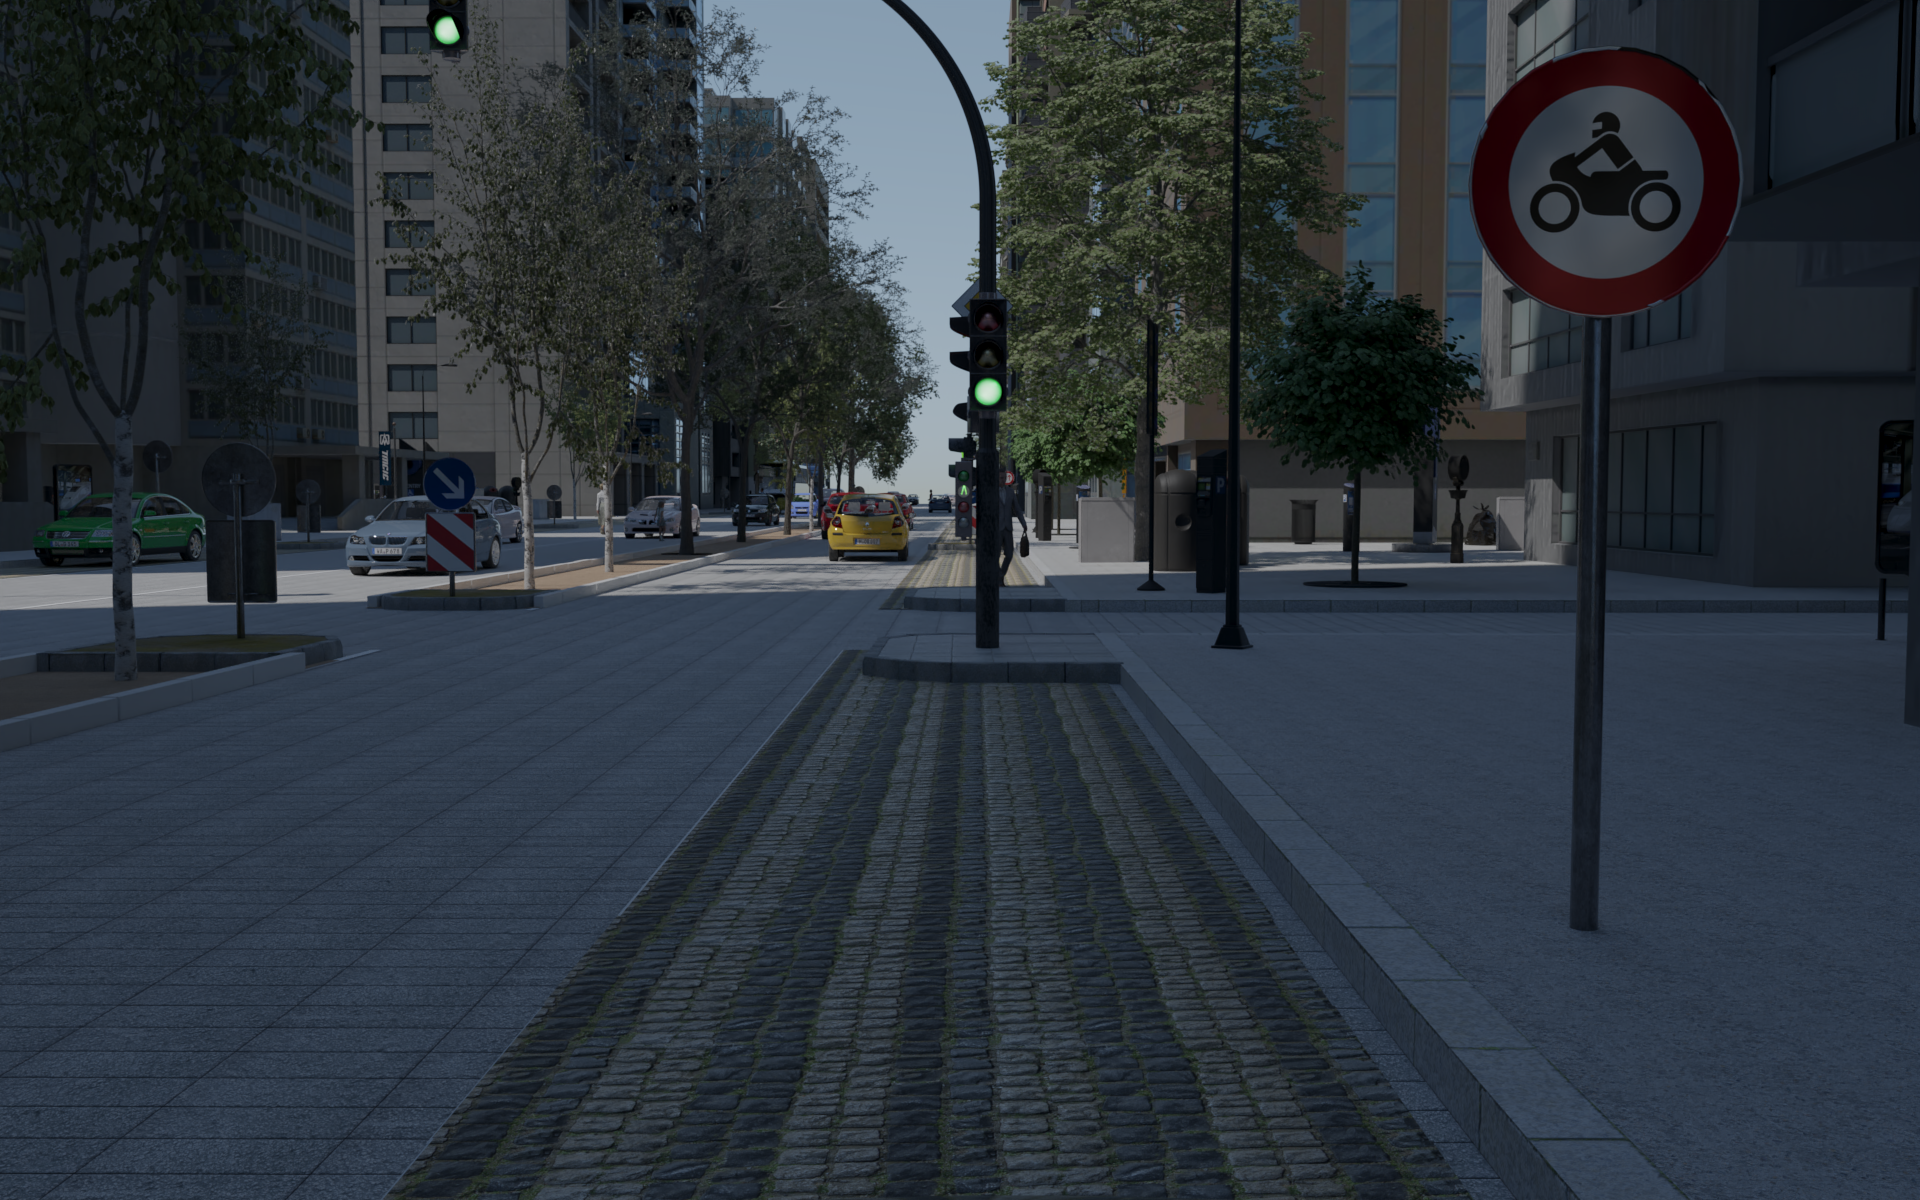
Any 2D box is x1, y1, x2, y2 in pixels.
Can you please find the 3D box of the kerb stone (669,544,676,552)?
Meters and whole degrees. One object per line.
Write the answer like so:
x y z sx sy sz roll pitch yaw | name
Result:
-7.209 -1.257 42.754 0.120 0.150 1.000 0 4 0 | kerb stone

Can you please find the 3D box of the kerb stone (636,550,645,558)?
-7.245 -1.003 38.658 0.120 0.150 1.000 0 4 0 | kerb stone

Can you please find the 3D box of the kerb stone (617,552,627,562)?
-7.261 -0.881 36.605 0.120 0.150 1.000 0 4 0 | kerb stone

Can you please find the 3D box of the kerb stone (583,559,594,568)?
-7.300 -0.694 33.539 0.120 0.150 1.000 0 4 0 | kerb stone

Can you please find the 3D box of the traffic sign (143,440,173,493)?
-18.967 -2.497 40.939 0.768 2.556 0.104 1 4 8 | traffic sign

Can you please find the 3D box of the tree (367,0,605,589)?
-6.441 -4.444 25.485 4.360 8.622 3.978 0 3 0 | tree

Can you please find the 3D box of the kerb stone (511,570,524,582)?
-7.330 -0.378 28.422 0.120 0.150 1.000 0 4 0 | kerb stone

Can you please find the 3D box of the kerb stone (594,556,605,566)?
-7.287 -0.745 34.562 0.120 0.150 1.000 0 4 0 | kerb stone

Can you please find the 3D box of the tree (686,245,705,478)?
-6.380 -4.786 31.078 4.360 8.622 3.978 0 3 0 | tree

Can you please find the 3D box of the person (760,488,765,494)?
-12.464 -6.146 108.972 0.705 1.826 1.348 2 4 30 | person

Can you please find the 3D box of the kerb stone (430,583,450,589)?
-7.370 -0.130 24.334 0.120 0.150 1.000 0 4 0 | kerb stone

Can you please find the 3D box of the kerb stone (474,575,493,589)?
-7.347 -0.256 26.378 0.120 0.150 1.000 0 4 0 | kerb stone

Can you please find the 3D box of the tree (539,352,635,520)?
-19.085 -8.324 86.467 4.737 8.622 4.395 0 3 0 | tree

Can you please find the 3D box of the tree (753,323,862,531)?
-5.692 -6.917 65.918 4.737 8.622 4.395 0 3 0 | tree

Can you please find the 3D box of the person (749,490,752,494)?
-16.460 -7.755 135.971 1.217 1.739 0.721 -1 4 -13 | person

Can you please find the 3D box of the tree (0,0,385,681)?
-6.425 -3.695 13.239 4.737 8.622 4.395 0 3 0 | tree

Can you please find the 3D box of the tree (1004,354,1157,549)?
3.274 -3.485 40.693 4.285 4.588 4.351 0 3 0 | tree

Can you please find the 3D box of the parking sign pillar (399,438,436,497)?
-26.294 -5.787 83.094 1.447 3.967 1.447 0 4 7 | parking sign pillar

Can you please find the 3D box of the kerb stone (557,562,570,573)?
-7.306 -0.568 31.489 0.120 0.150 1.000 0 4 0 | kerb stone

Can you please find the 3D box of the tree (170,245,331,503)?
-20.456 -6.116 50.354 4.360 8.622 3.978 0 3 0 | tree

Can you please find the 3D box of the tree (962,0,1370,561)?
3.950 -7.024 32.968 7.486 12.596 7.792 0 3 0 | tree

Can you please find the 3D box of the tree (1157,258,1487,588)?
5.577 -2.471 24.109 4.285 4.588 4.351 0 3 0 | tree

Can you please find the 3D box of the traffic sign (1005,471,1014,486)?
2.602 -5.818 95.229 0.768 2.556 0.104 1 4 8 | traffic sign

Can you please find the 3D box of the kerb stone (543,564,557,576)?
-7.322 -0.506 30.466 0.120 0.150 1.000 0 4 0 | kerb stone

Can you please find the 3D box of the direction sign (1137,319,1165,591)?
2.544 -1.894 22.961 0.379 3.537 0.876 1 4 14 | direction sign

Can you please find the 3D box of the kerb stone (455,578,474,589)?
-7.358 -0.193 25.356 0.120 0.150 1.000 0 4 0 | kerb stone

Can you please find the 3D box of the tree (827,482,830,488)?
-17.840 -14.448 230.828 1.663 3.219 1.824 0 3 0 | tree

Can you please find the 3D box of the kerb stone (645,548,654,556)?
-7.226 -1.070 39.686 0.120 0.150 1.000 0 4 0 | kerb stone

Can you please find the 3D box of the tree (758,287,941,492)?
-5.852 -10.628 93.226 9.611 12.733 9.660 0 3 0 | tree

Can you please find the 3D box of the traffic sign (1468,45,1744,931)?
1.845 -0.302 5.043 0.768 2.556 0.104 0 4 4 | traffic sign

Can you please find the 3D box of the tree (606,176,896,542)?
-6.500 -6.956 50.600 8.767 10.594 7.601 0 4 0 | tree

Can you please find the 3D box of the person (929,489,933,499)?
-2.462 -8.349 144.947 0.705 1.831 1.348 0 4 -5 | person

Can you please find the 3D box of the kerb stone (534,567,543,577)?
-7.324 -0.443 29.444 0.120 0.150 1.000 0 4 0 | kerb stone

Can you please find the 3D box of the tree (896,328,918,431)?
-6.037 -7.507 59.604 8.767 10.594 7.601 0 4 0 | tree

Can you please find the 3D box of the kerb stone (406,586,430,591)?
-7.381 -0.065 23.311 0.120 0.150 1.000 0 4 0 | kerb stone

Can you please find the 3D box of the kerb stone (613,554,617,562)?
-7.268 -0.819 35.583 0.120 0.150 1.000 0 4 0 | kerb stone

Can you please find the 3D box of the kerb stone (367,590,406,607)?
-7.390 -0.005 22.280 0.120 0.150 1.000 0 4 0 | kerb stone

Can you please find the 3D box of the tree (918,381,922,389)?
-6.056 -9.036 84.602 8.767 10.594 7.601 0 4 0 | tree

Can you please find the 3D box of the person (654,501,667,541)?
-9.168 -2.398 52.729 0.505 1.210 0.382 2 4 35 | person

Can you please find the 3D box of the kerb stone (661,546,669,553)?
-7.223 -1.193 41.732 0.120 0.150 1.000 0 4 0 | kerb stone

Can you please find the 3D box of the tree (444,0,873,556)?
-6.439 -7.800 40.358 12.009 13.543 11.850 0 3 0 | tree

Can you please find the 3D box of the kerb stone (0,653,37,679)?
-7.457 0.530 13.523 0.120 0.150 1.000 0 4 0 | kerb stone

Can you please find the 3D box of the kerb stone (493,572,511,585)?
-7.342 -0.318 27.400 0.120 0.150 1.000 0 4 0 | kerb stone

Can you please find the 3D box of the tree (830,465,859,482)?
-18.127 -20.244 256.744 9.928 11.665 9.643 0 3 0 | tree

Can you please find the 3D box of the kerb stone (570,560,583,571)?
-7.298 -0.625 32.517 0.120 0.150 1.000 0 4 0 | kerb stone

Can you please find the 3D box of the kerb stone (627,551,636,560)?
-7.263 -0.944 37.629 0.120 0.150 1.000 0 4 0 | kerb stone

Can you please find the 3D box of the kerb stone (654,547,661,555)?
-7.233 -1.132 40.708 0.120 0.150 1.000 0 4 0 | kerb stone

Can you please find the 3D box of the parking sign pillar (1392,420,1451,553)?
10.328 -3.051 38.351 1.447 3.967 1.447 1 4 20 | parking sign pillar
